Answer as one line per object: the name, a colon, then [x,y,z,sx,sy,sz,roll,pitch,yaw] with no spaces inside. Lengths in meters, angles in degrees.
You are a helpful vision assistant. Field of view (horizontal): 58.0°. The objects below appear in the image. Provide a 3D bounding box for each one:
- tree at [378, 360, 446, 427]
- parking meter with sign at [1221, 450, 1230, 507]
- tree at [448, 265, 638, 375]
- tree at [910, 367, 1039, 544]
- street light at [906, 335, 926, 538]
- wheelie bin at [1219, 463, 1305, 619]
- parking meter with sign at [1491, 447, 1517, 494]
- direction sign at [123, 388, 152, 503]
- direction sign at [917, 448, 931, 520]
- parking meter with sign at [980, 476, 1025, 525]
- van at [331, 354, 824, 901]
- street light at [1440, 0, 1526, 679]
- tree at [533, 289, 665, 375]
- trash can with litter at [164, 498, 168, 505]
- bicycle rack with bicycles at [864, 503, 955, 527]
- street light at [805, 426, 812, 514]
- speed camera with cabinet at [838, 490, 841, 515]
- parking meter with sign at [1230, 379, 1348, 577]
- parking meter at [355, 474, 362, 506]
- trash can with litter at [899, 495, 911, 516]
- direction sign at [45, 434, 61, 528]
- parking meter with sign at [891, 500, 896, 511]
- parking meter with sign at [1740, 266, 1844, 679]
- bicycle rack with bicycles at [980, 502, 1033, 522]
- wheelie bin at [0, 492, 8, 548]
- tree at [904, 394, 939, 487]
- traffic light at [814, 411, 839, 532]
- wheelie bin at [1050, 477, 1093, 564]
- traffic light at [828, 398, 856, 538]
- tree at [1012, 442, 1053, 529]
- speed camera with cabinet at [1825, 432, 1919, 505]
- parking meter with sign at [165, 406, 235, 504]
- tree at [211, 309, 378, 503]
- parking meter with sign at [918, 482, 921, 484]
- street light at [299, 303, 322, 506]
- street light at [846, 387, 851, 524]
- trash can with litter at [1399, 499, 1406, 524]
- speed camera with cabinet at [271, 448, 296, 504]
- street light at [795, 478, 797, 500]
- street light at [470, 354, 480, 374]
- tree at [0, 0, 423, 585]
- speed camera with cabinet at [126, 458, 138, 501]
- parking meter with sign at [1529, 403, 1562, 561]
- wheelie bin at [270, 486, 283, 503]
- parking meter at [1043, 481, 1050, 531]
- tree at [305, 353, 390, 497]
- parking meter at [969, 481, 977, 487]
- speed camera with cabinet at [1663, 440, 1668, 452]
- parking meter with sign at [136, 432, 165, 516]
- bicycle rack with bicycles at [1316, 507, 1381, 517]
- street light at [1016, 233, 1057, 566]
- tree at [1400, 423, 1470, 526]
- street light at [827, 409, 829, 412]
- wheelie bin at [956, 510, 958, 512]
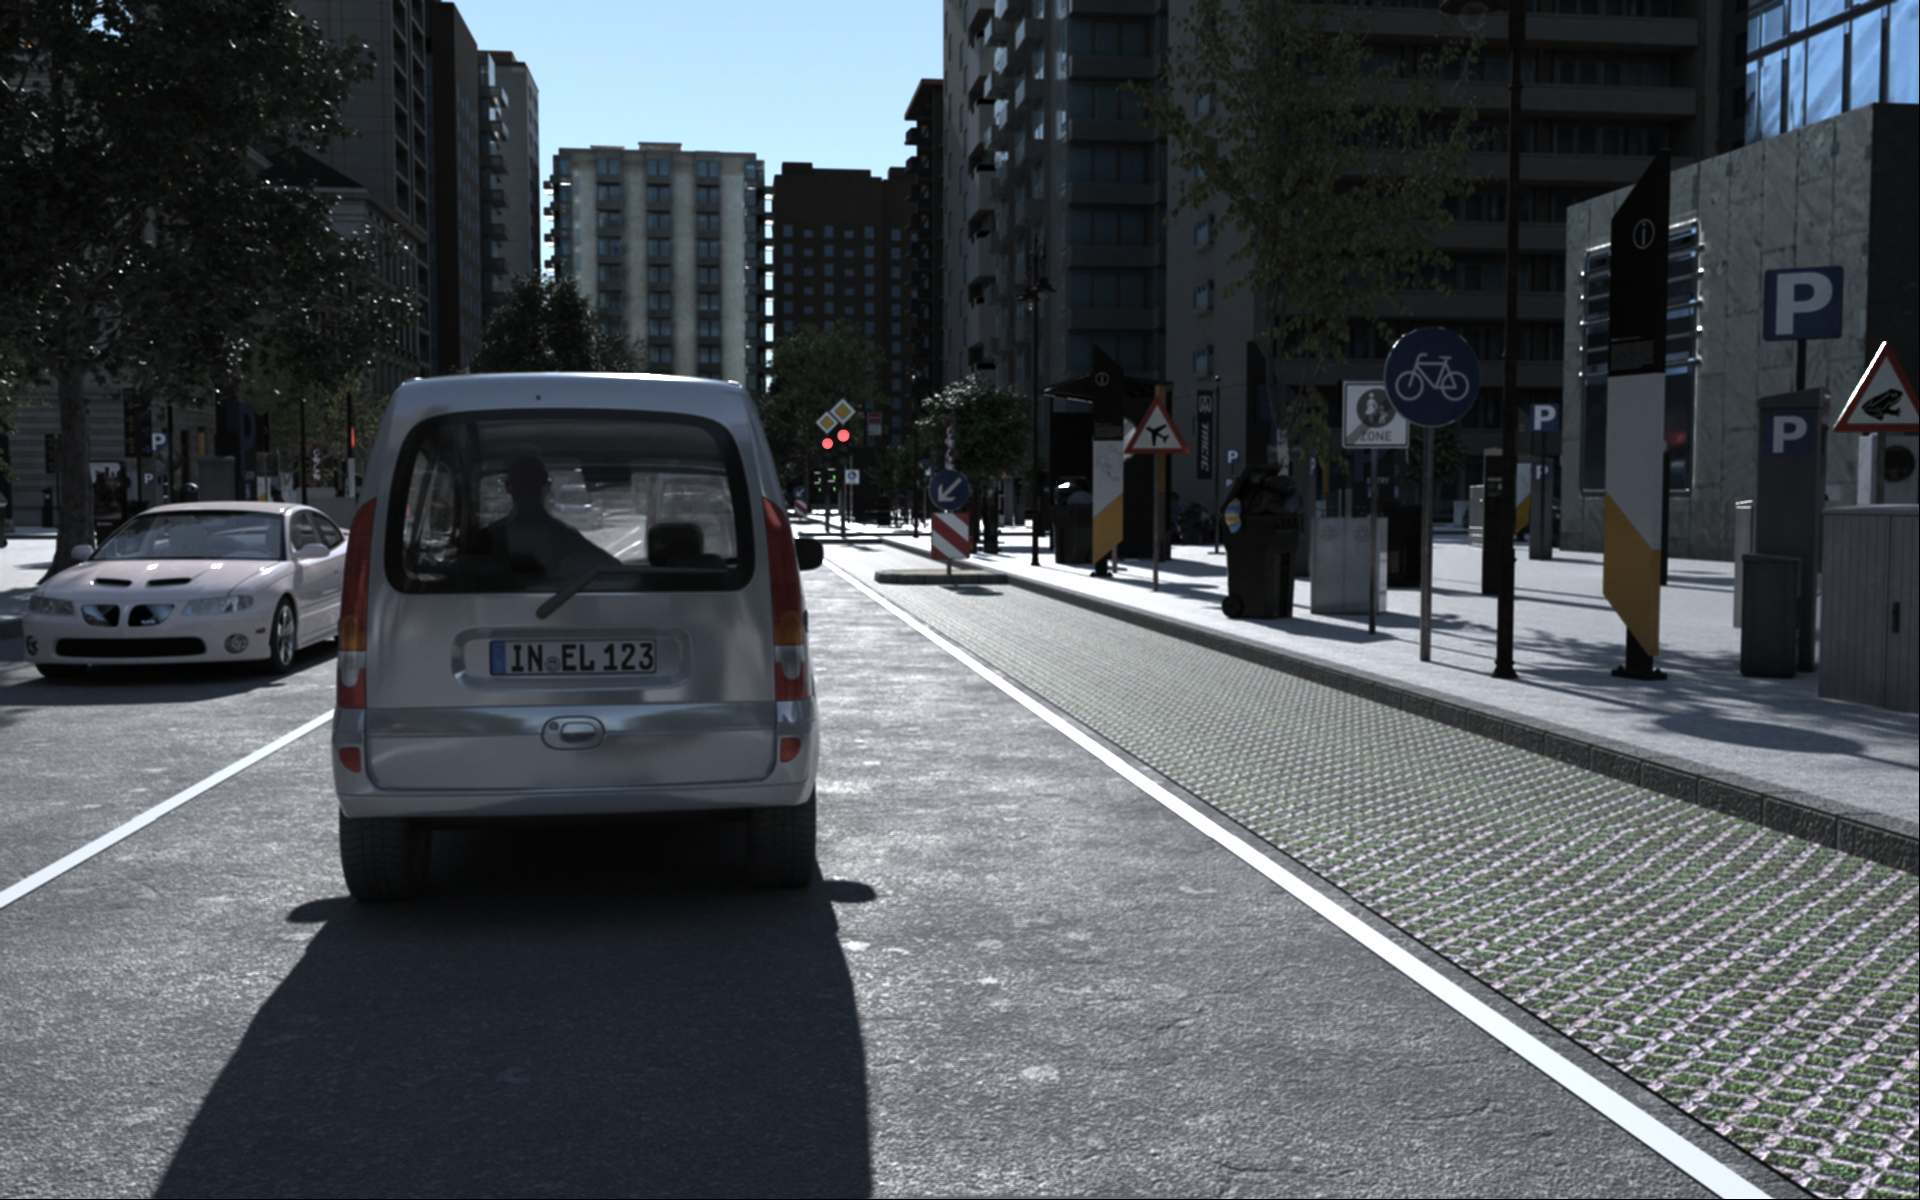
tree: [-29.964,-8.850,95.059,4.737,8.622,4.395,0,3,0]
parking meter with sign: [10.538,-4.367,67.666,0.543,3.016,1.738,1,4,17]
tree: [-20.912,-10.391,86.904,9.611,12.733,9.660,0,3,0]
tree: [0.393,-3.750,45.026,4.285,4.588,4.351,0,3,0]
street light: [-1.288,-4.749,50.431,0.468,5.910,1.993,0,4,-8]
wheelie bin: [3.163,-0.618,18.017,0.693,1.594,0.980,3,5,40]
parking meter with sign: [20.631,-4.173,64.490,1.738,3.016,0.543,-1,4,-18]
direction sign: [-17.508,-2.749,36.941,0.876,3.537,0.379,2,4,30]
direction sign: [-1.821,-5.759,86.153,0.876,3.537,0.379,-3,4,-38]
parking meter with sign: [1.832,-4.570,70.975,1.738,3.016,0.543,-2,4,-28]
van: [-1.557,-0.034,7.561,2.013,2.044,4.112,-1,4,-9]
street light: [3.810,-2.395,11.943,0.468,5.910,1.993,0,4,-8]
tree: [-22.261,-11.800,103.296,12.009,13.543,11.850,0,3,0]
trash can with litter: [-25.944,-2.718,55.834,1.055,1.170,0.624,-2,4,-27]
bicycle rack with bicycles: [-2.273,-3.308,67.467,2.852,0.926,2.925,3,5,44]
street light: [-9.925,-8.643,114.103,0.468,5.910,1.993,0,4,-8]
speed camera with cabinet: [-7.380,-7.006,108.879,0.660,3.252,2.038,0,4,-4]
parking meter with sign: [5.173,-1.881,27.014,1.738,3.016,0.543,2,4,29]
parking meter: [-17.177,-2.698,49.825,0.399,1.863,0.255,2,4,24]
trash can with litter: [-3.085,-5.677,103.882,1.678,1.210,2.233,3,4,37]
direction sign: [-34.247,-4.510,65.733,0.876,3.537,0.379,0,4,3]
parking meter with sign: [-5.737,-8.395,133.520,1.738,3.016,0.543,1,4,18]
parking meter with sign: [6.088,-1.007,12.728,0.543,3.016,1.738,2,4,30]
bicycle rack with bicycles: [2.078,-3.980,78.455,2.852,0.926,2.925,3,5,39]
wheelie bin: [-23.022,-2.021,40.955,0.693,1.594,0.980,0,4,-2]
tree: [-2.340,-10.881,128.269,4.737,8.622,4.395,0,3,0]
traffic light: [-4.514,-4.262,58.609,0.839,4.253,0.868,0,4,-8]
wheelie bin: [2.110,-1.471,31.963,0.980,1.594,0.693,3,5,45]
traffic light: [-3.446,-3.778,50.696,0.839,4.253,0.868,0,4,-8]
tree: [3.005,-4.248,64.050,1.663,3.219,1.824,0,3,0]
speed camera with cabinet: [13.232,-1.940,26.050,2.038,3.252,0.660,0,4,8]
parking meter with sign: [-14.792,-2.338,34.482,1.738,3.016,0.543,-2,4,-25]
tree: [-24.395,-6.840,62.196,4.737,8.622,4.395,0,3,0]
parking meter with sign: [-2.286,-6.372,100.441,0.543,3.016,1.738,0,4,6]
street light: [-12.616,-3.696,33.219,0.468,5.910,1.993,0,4,-8]
street light: [-4.830,-6.245,74.898,0.468,5.910,1.993,0,4,-8]
trash can with litter: [19.094,-3.861,74.509,1.055,1.170,0.624,3,5,44]
speed camera with cabinet: [-27.489,-4.709,71.334,2.038,3.252,0.660,2,4,33]
street light: [-12.607,-9.798,132.993,0.468,5.910,1.993,0,4,-8]
street light: [-15.994,-5.169,57.297,0.468,5.910,1.993,0,4,-8]
tree: [-12.704,-6.581,24.605,9.611,12.733,9.660,0,3,0]
speed camera with cabinet: [-33.299,-4.495,67.829,2.038,3.252,0.660,0,4,0]
parking meter with sign: [11.482,-2.315,34.106,0.543,3.016,1.738,1,4,19]
wheelie bin: [-26.391,-3.589,66.581,0.693,1.594,0.980,-2,4,-31]
parking meter: [3.014,-3.316,59.921,0.399,1.863,0.255,0,4,5]
tree: [-29.414,-8.108,82.930,4.360,8.622,3.978,0,3,0]
parking meter: [0.348,-2.665,49.276,0.399,1.863,0.255,-2,4,-30]
speed camera with cabinet: [21.911,-3.622,53.563,0.660,3.252,2.038,2,4,27]
parking meter with sign: [-22.395,-3.162,47.961,0.543,3.016,1.738,-1,4,-10]
bicycle rack with bicycles: [10.807,-2.095,47.641,2.852,0.926,2.925,2,4,30]
street light: [1.349,-3.554,30.890,0.468,5.910,1.993,0,4,-8]
tree: [18.862,-5.259,69.699,4.285,4.588,4.351,0,3,0]
street light: [-7.214,-7.445,94.511,0.468,5.910,1.993,0,4,-8]
wheelie bin: [-0.011,-5.035,90.233,0.693,1.594,0.980,-1,4,-23]
